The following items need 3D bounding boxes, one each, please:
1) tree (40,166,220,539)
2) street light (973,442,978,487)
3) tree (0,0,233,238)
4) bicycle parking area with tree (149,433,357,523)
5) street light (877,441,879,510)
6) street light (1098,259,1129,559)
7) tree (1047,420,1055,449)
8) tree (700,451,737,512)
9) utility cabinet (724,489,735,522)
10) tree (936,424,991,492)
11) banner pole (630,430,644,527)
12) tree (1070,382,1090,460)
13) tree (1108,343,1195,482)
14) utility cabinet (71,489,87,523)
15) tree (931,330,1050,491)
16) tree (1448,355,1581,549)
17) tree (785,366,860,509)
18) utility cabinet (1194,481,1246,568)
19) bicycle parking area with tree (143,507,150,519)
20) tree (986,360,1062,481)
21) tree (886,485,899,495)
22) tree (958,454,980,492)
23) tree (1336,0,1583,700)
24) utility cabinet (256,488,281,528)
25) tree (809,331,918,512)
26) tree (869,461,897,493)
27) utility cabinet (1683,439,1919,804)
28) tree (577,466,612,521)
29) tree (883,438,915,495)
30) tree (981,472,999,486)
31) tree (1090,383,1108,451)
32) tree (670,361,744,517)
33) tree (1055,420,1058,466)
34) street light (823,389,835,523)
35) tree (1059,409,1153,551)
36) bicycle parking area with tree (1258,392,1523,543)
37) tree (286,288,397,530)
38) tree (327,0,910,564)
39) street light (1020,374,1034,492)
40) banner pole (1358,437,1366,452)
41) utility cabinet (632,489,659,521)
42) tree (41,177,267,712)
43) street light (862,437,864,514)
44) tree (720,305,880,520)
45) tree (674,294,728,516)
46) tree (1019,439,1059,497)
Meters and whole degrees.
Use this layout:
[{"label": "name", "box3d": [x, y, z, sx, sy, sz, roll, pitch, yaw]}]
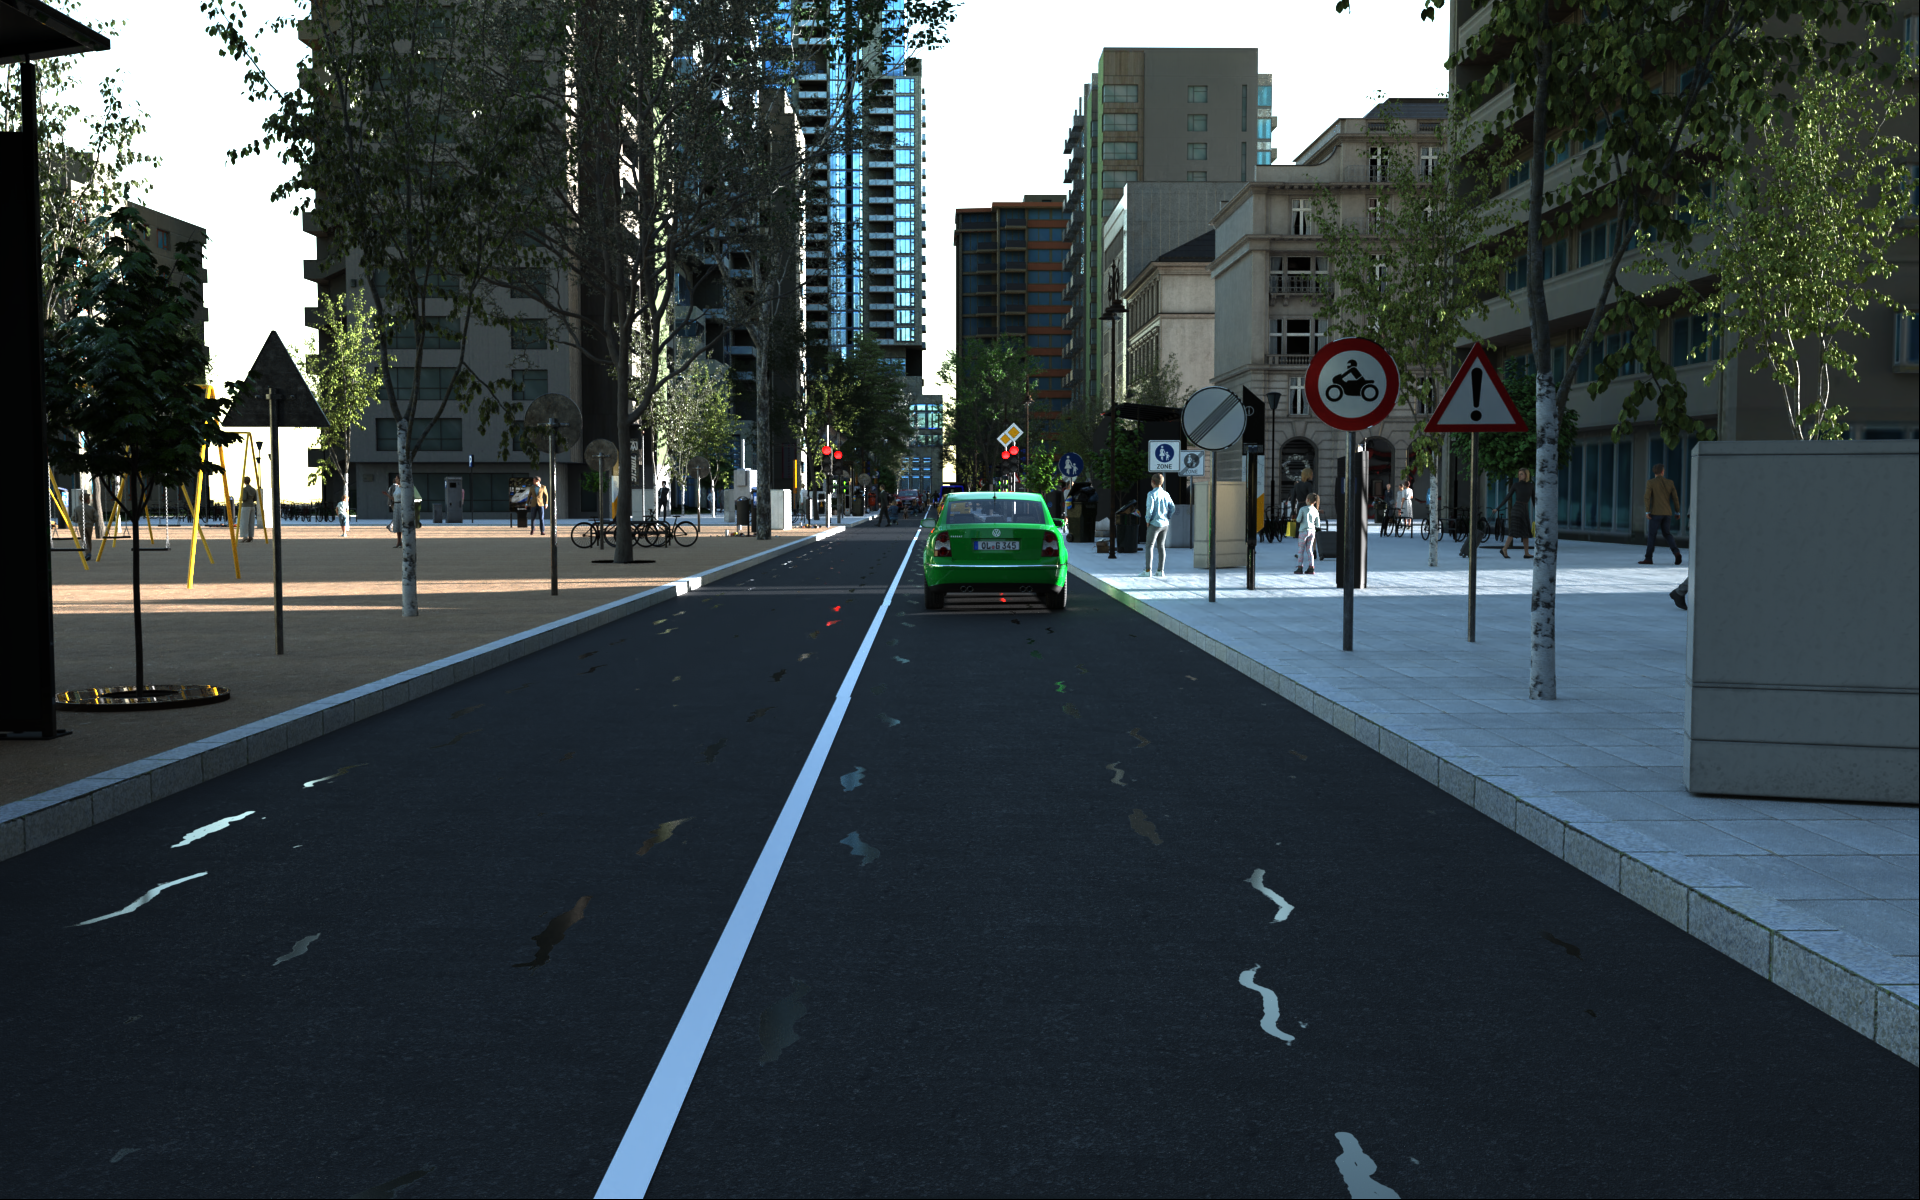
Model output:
[{"label": "tree", "box3d": [-25.058, -7.054, 49.745, 7.601, 10.594, 8.767, 1, 4, 23]}, {"label": "street light", "box3d": [1.371, -10.882, 150.700, 0.468, 5.910, 1.993, 0, 4, -1]}, {"label": "tree", "box3d": [-10.719, -4.204, 19.097, 4.360, 8.622, 3.978, 0, 3, 0]}, {"label": "bicycle parking area with tree", "box3d": [-32.293, -5.722, 80.558, 8.231, 4.147, 9.016, -1, 4, -15]}, {"label": "street light", "box3d": [-6.683, -10.297, 141.146, 0.468, 5.910, 1.993, 0, 4, -1]}, {"label": "street light", "box3d": [3.030, -3.762, 34.302, 0.468, 5.910, 1.993, 0, 4, -1]}, {"label": "tree", "box3d": [9.761, -11.640, 140.681, 4.737, 8.622, 4.395, 0, 3, 0]}, {"label": "tree", "box3d": [-17.909, -8.732, 126.481, 4.285, 4.588, 4.351, 0, 3, 0]}, {"label": "utility cabinet", "box3d": [-10.486, -4.283, 78.713, 0.318, 1.500, 1.173, -1, 4, -18]}, {"label": "tree", "box3d": [0.491, -15.994, 195.918, 7.601, 10.594, 8.767, -3, 5, -41]}, {"label": "banner pole", "box3d": [-12.724, -4.789, 68.325, 0.863, 3.779, 0.401, 1, 4, 12]}, {"label": "tree", "box3d": [9.246, -10.003, 113.916, 4.360, 8.622, 3.978, 0, 3, 0]}, {"label": "tree", "box3d": [9.752, -8.188, 84.238, 4.360, 8.622, 3.978, 0, 3, 0]}, {"label": "utility cabinet", "box3d": [-38.638, -4.121, 76.051, 0.318, 1.500, 1.173, -1, 4, -10]}, {"label": "tree", "box3d": [1.919, -11.337, 111.107, 9.928, 11.665, 9.643, 0, 3, 0]}, {"label": "tree", "box3d": [13.099, -3.506, 41.030, 4.285, 4.588, 4.351, 0, 3, 0]}, {"label": "tree", "box3d": [-7.446, -8.900, 95.880, 4.737, 8.622, 4.395, 0, 3, 0]}, {"label": "utility cabinet", "box3d": [4.503, -1.302, 29.965, 0.318, 1.500, 1.173, 3, 5, 43]}, {"label": "bicycle parking area with tree", "box3d": [-38.492, -6.401, 91.654, 9.016, 4.147, 8.231, 1, 4, 20]}, {"label": "tree", "box3d": [3.240, -8.789, 94.061, 4.360, 8.622, 3.978, 0, 3, 0]}, {"label": "tree", "box3d": [-7.796, -12.471, 198.508, 1.663, 3.219, 1.824, 0, 3, 0]}, {"label": "tree", "box3d": [1.174, -16.859, 226.010, 4.737, 8.622, 4.395, 0, 3, 0]}, {"label": "tree", "box3d": [3.849, -3.676, 10.459, 4.737, 8.622, 4.395, 0, 3, 0]}, {"label": "utility cabinet", "box3d": [-25.964, -3.445, 65.011, 0.318, 1.500, 1.173, 0, 4, 8]}, {"label": "tree", "box3d": [-6.768, -12.372, 120.401, 7.486, 12.596, 7.792, 0, 3, 0]}, {"label": "tree", "box3d": [-8.427, -12.589, 189.536, 4.285, 4.588, 4.351, 0, 3, 0]}, {"label": "utility cabinet", "box3d": [3.689, 0.088, 7.248, 1.173, 1.500, 0.318, 1, 4, 18]}, {"label": "tree", "box3d": [-17.372, -5.445, 83.625, 1.663, 3.219, 1.824, 0, 3, 0]}, {"label": "tree", "box3d": [-7.632, -15.993, 211.847, 4.360, 8.622, 3.978, 0, 3, 0]}, {"label": "tree", "box3d": [2.747, -9.568, 151.045, 1.663, 3.219, 1.824, 0, 3, 0]}, {"label": "tree", "box3d": [10.206, -9.468, 105.162, 4.360, 8.622, 3.978, 0, 3, 0]}, {"label": "tree", "box3d": [-13.703, -8.851, 95.079, 4.737, 8.622, 4.395, 0, 3, 0]}, {"label": "tree", "box3d": [9.380, -10.547, 122.804, 4.737, 8.622, 4.395, 0, 3, 0]}, {"label": "street light", "box3d": [-5.789, -6.348, 76.572, 0.468, 5.910, 1.993, 0, 4, -1]}, {"label": "tree", "box3d": [3.564, -2.749, 39.544, 1.663, 3.219, 1.824, 0, 3, 0]}, {"label": "bicycle parking area with tree", "box3d": [11.393, -3.777, 48.754, 8.231, 4.147, 9.016, 1, 4, 13]}, {"label": "tree", "box3d": [-22.036, -6.787, 61.335, 4.737, 8.622, 4.395, 0, 3, 0]}, {"label": "tree", "box3d": [-6.128, -7.434, 31.916, 12.009, 13.543, 11.850, 0, 3, 0]}, {"label": "street light", "box3d": [2.594, -5.752, 66.840, 0.468, 5.910, 1.993, 0, 4, -1]}, {"label": "banner pole", "box3d": [17.732, -5.287, 76.466, 0.401, 3.779, 0.863, 3, 5, 41]}, {"label": "utility cabinet", "box3d": [-14.233, -4.261, 78.344, 1.173, 1.500, 0.318, 0, 4, -6]}, {"label": "tree", "box3d": [-5.004, -0.986, 10.718, 1.663, 3.219, 1.824, 0, 3, 0]}, {"label": "street light", "box3d": [-6.133, -8.333, 109.031, 0.468, 5.910, 1.993, 0, 4, -1]}, {"label": "tree", "box3d": [-7.326, -9.233, 85.373, 7.601, 10.594, 8.767, 3, 5, 40]}, {"label": "tree", "box3d": [-10.854, -6.883, 62.891, 4.360, 8.622, 3.978, 0, 3, 0]}, {"label": "tree", "box3d": [2.977, -4.037, 60.604, 1.663, 3.219, 1.824, 0, 3, 0]}]
